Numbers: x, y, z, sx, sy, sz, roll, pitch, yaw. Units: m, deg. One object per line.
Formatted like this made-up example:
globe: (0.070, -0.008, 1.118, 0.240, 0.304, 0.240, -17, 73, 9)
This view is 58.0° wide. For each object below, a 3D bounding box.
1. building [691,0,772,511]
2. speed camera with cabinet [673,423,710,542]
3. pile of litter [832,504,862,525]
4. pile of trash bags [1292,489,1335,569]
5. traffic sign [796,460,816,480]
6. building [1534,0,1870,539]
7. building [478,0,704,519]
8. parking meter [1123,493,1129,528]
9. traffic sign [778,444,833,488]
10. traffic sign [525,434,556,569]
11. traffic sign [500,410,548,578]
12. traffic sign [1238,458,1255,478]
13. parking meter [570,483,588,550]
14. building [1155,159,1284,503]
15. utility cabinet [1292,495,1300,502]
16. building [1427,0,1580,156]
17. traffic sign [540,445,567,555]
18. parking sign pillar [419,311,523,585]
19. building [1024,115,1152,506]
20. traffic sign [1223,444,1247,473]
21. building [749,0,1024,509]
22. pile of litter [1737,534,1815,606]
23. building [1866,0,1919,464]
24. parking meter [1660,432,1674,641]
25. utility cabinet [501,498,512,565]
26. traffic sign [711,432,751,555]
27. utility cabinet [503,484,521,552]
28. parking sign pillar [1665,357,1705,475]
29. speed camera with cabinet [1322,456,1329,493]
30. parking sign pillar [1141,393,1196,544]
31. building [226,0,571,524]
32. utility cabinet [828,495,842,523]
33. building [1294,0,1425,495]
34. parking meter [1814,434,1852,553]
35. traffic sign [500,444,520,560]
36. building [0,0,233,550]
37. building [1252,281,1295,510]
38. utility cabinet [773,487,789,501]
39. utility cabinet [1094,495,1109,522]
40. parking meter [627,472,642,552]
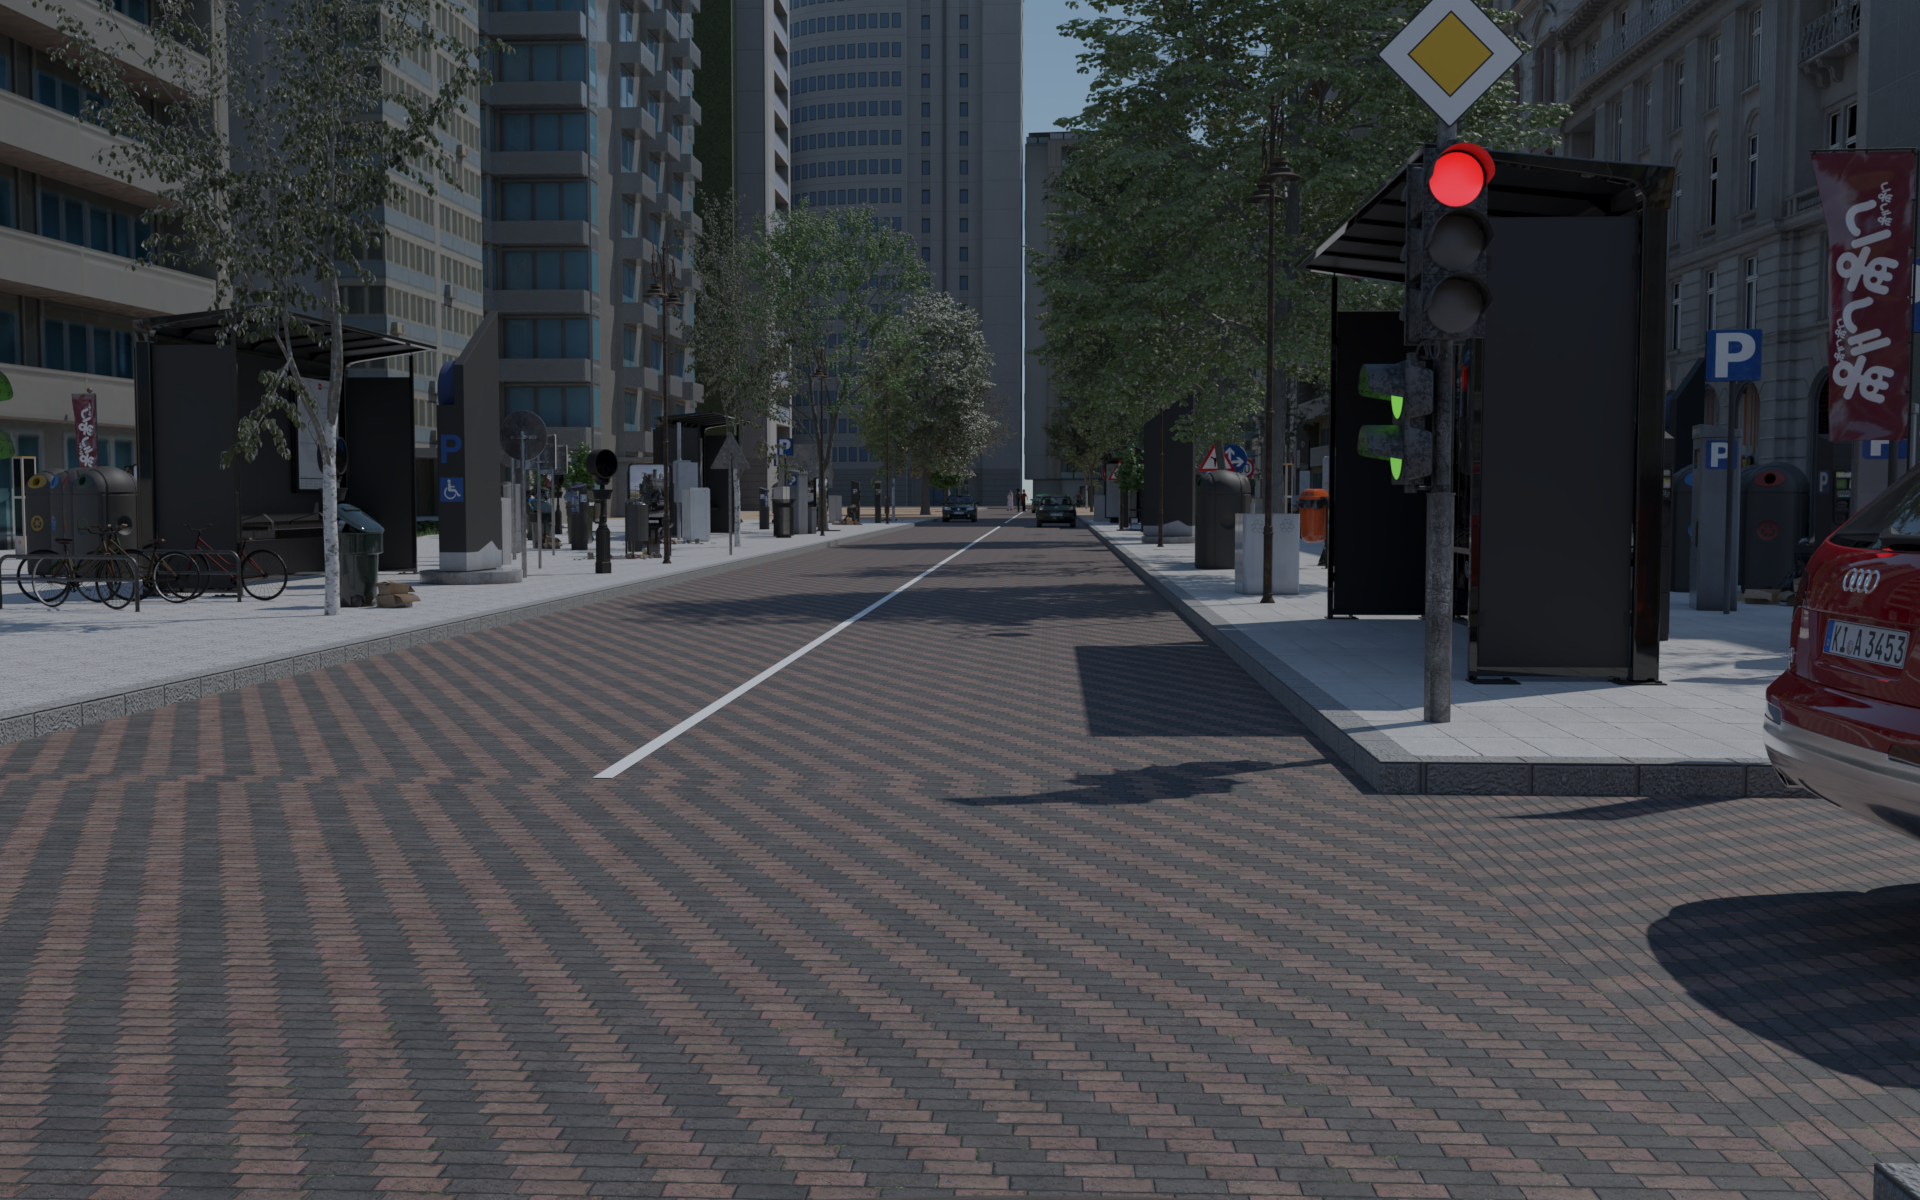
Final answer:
building: (-28.036, -36.400, 137.133, 28.212, 58.520, 21.231, 0, 4, 3)
speed camera with cabinet: (-7.354, -3.248, 47.442, 0.660, 3.252, 2.038, -1, 4, -21)
pile of litter: (-4.689, -3.550, 72.013, 1.176, 0.858, 1.719, -1, 4, -20)
pile of trash bags: (7.186, -1.287, 30.796, 3.447, 1.369, 1.912, -3, 5, -41)
traffic sign: (-5.785, -3.981, 65.194, 0.768, 2.556, 0.104, 0, 4, 5)
building: (25.870, -12.613, 48.028, 13.314, 21.916, 24.055, 0, 4, 3)
building: (-27.806, -29.477, 101.559, 23.786, 49.044, 30.456, 0, 4, 3)
parking meter: (6.349, -3.715, 66.449, 0.255, 1.863, 0.399, 1, 4, 9)
traffic sign: (-6.347, -4.712, 70.911, 2.265, 3.308, 0.079, 0, 4, 4)
traffic sign: (-7.223, -1.688, 29.733, 0.606, 2.300, 0.079, 1, 4, 12)
traffic sign: (-6.667, -1.610, 26.428, 0.768, 2.556, 0.104, 0, 4, 7)
traffic sign: (9.794, -3.652, 59.822, 0.768, 2.556, 0.104, 0, 4, 7)
parking meter: (-8.705, -1.907, 39.584, 0.372, 1.533, 0.369, 0, 3, 0)
building: (33.433, -30.851, 196.288, 23.993, 40.220, 32.217, 0, 4, 3)
utility cabinet: (15.236, -4.106, 78.294, 1.020, 1.237, 0.306, 0, 4, 1)
building: (27.800, -17.378, 71.517, 14.401, 28.519, 23.554, 0, 4, 3)
traffic sign: (-8.479, -2.077, 36.082, 0.606, 2.300, 0.079, 0, 4, 4)
parking sign pillar: (-7.086, -2.234, 25.002, 1.447, 3.967, 1.447, 0, 4, 7)
building: (14.001, -30.928, 189.270, 14.086, 41.232, 14.154, 0, 4, 3)
traffic sign: (6.960, -2.707, 44.357, 0.768, 2.556, 0.104, 0, 4, 7)
building: (-7.106, -39.753, 191.966, 28.212, 58.520, 21.231, 0, 4, 3)
pile of litter: (9.714, -0.376, 20.120, 1.176, 0.858, 1.719, 1, 4, 8)
building: (33.358, -12.779, 28.008, 30.058, 24.678, 14.314, 0, 4, 3)
parking meter: (6.077, -0.582, 15.233, 0.255, 1.863, 0.399, 0, 4, 5)
utility cabinet: (-8.660, -1.246, 31.526, 1.020, 1.237, 0.306, 2, 4, 23)
traffic sign: (-4.827, -2.226, 36.392, 0.884, 2.594, 0.081, 1, 4, 13)
utility cabinet: (-9.866, -1.801, 38.127, 0.318, 1.500, 1.173, -1, 4, -18)
parking sign pillar: (14.062, -2.776, 33.862, 1.447, 3.967, 1.447, -3, 5, -44)
speed camera with cabinet: (9.361, -2.890, 41.587, 0.660, 3.252, 2.038, -1, 4, -11)
parking sign pillar: (5.457, -3.464, 45.101, 1.447, 3.967, 1.447, 1, 4, 17)
building: (-33.290, -23.104, 69.627, 32.217, 40.220, 23.993, 0, 4, 3)
utility cabinet: (-5.553, -4.036, 77.151, 0.306, 1.237, 1.020, -2, 4, -23)
building: (32.420, -29.340, 103.412, 21.300, 48.544, 21.600, 0, 4, 3)
parking meter: (8.466, -0.674, 16.736, 0.255, 1.863, 0.399, 0, 4, 1)
traffic sign: (-8.699, -2.057, 33.739, 0.768, 2.556, 0.104, 1, 4, 9)
building: (-31.607, -25.319, 37.667, 21.300, 48.544, 21.600, 0, 4, 3)
building: (37.670, -17.450, 130.342, 27.650, 21.520, 28.899, 0, 4, 3)
utility cabinet: (-5.403, -2.669, 52.316, 0.318, 1.500, 1.173, 0, 4, 4)
utility cabinet: (6.689, -4.211, 80.009, 1.020, 1.237, 0.306, 2, 4, 35)
parking meter: (-7.220, -2.007, 38.520, 0.255, 1.863, 0.399, -2, 4, -35)
